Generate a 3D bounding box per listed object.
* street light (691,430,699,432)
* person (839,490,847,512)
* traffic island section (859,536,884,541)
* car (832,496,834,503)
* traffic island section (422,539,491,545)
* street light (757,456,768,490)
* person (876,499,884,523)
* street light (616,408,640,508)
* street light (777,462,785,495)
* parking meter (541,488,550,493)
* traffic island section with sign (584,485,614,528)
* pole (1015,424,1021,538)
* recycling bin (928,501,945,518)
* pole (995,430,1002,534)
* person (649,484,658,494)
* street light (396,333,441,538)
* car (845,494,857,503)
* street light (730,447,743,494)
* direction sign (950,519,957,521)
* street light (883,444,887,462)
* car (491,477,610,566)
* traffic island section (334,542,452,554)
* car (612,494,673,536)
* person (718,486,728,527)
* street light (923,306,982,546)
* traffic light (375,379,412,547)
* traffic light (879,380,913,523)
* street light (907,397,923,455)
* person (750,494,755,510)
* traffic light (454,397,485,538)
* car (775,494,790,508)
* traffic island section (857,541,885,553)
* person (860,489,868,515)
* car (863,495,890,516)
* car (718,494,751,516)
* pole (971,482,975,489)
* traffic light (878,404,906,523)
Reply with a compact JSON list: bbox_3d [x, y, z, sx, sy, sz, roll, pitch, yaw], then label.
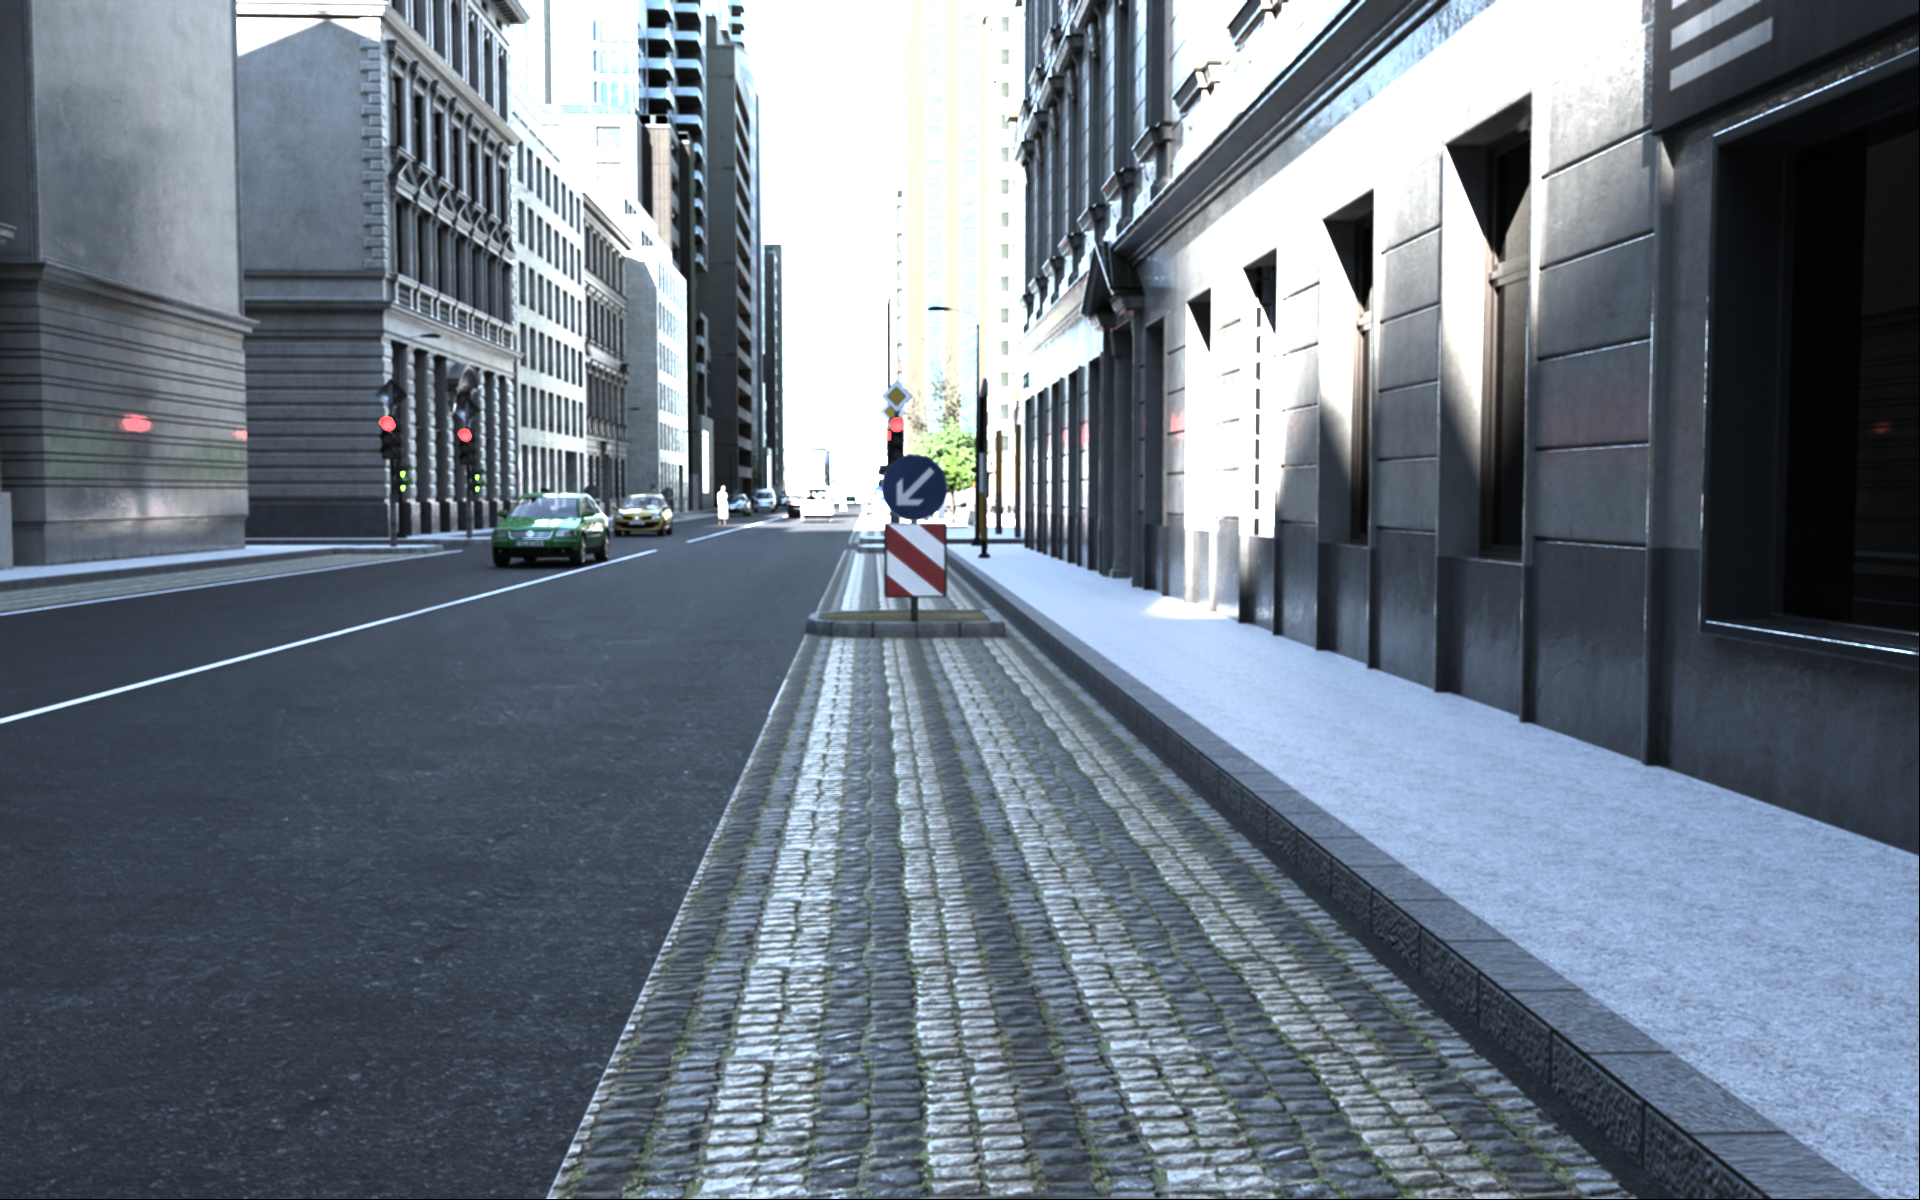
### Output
[{"bbox_3d":[-19.730,-9.415,126.474,1.470,5.913,1.316,0,4,-3],"label":"street light"},{"bbox_3d":[-9.300,-7.833,137.232,0.621,1.740,0.551,0,4,1],"label":"person"},{"bbox_3d":[-1.953,-1.754,50.964,2.009,0.180,2.903,0,4,-3],"label":"traffic island section"},{"bbox_3d":[-20.588,-15.943,270.254,1.945,1.707,3.694,0,4,-3],"label":"car"},{"bbox_3d":[-14.278,-1.716,50.339,2.009,0.180,2.903,0,4,-3],"label":"traffic island section"},{"bbox_3d":[-23.916,-14.494,209.514,1.470,5.913,1.316,0,4,-3],"label":"street light"},{"bbox_3d":[-3.823,-4.591,83.903,0.444,1.785,0.601,-3,5,-42],"label":"person"},{"bbox_3d":[-17.868,-7.373,93.086,1.470,5.913,1.316,0,4,-3],"label":"street light"},{"bbox_3d":[-26.070,-17.136,252.712,1.470,5.913,1.316,0,4,-3],"label":"street light"},{"bbox_3d":[-17.256,-3.896,72.117,0.372,1.533,0.369,0,3,0],"label":"parking meter"},{"bbox_3d":[-15.425,-3.909,72.544,1.989,1.847,2.006,0,4,-3],"label":"traffic island section with sign"},{"bbox_3d":[1.701,-3.486,50.845,0.158,3.312,0.155,0,3,0],"label":"pole"},{"bbox_3d":[-1.264,-4.898,92.631,0.722,1.027,0.722,2,4,26],"label":"recycling bin"},{"bbox_3d":[1.240,-3.764,55.382,0.158,3.312,0.155,0,3,0],"label":"pole"},{"bbox_3d":[-11.750,-3.532,66.366,0.853,1.813,0.709,-2,4,-25],"label":"person"},{"bbox_3d":[-15.716,-4.750,50.204,1.470,5.913,1.316,0,4,-3],"label":"street light"},{"bbox_3d":[-17.015,-15.921,269.101,1.959,1.807,4.718,0,4,-4],"label":"car"},{"bbox_3d":[-21.843,-12.029,169.214,1.470,5.913,1.316,0,4,-3],"label":"street light"},{"bbox_3d":[-0.324,-5.466,81.362,0.876,3.537,0.379,3,5,41],"label":"direction sign"},{"bbox_3d":[-6.068,-11.429,159.404,1.470,5.913,1.316,0,4,-3],"label":"street light"},{"bbox_3d":[-8.403,-1.649,35.751,1.959,1.807,4.718,0,4,-2],"label":"car"},{"bbox_3d":[-13.870,-1.228,42.364,2.009,0.180,2.903,0,4,-3],"label":"traffic island section"},{"bbox_3d":[-11.025,-3.065,60.330,2.015,1.641,3.980,0,4,-4],"label":"car"},{"bbox_3d":[-10.414,-4.107,75.877,0.478,1.798,0.641,-2,4,-25],"label":"person"},{"bbox_3d":[-0.106,-4.305,42.935,1.470,5.913,1.316,0,4,-3],"label":"street light"},{"bbox_3d":[-13.829,-3.261,42.232,0.839,4.253,0.868,0,4,-3],"label":"traffic light"},{"bbox_3d":[-1.585,-3.300,42.873,0.839,4.253,0.868,0,4,-3],"label":"traffic light"},{"bbox_3d":[-2.133,-6.699,82.066,1.470,5.913,1.316,0,4,-3],"label":"street light"},{"bbox_3d":[-18.830,-8.941,157.951,1.065,1.426,0.557,-3,5,-40],"label":"person"},{"bbox_3d":[-14.238,-3.748,50.207,0.839,4.253,0.868,0,4,-3],"label":"traffic light"},{"bbox_3d":[-18.039,-10.110,177.095,2.131,1.459,4.920,0,4,-3],"label":"car"},{"bbox_3d":[-1.544,-1.267,42.989,2.009,0.180,2.903,0,4,-3],"label":"traffic island section"},{"bbox_3d":[-6.576,-6.791,120.125,0.593,1.750,0.643,-3,5,-42],"label":"person"},{"bbox_3d":[-5.014,-5.872,108.013,2.014,1.417,4.499,0,4,-3],"label":"car"},{"bbox_3d":[-14.669,-6.189,112.991,2.131,1.459,4.920,0,4,-2],"label":"car"},{"bbox_3d":[0.651,-5.524,84.153,0.158,3.312,0.155,0,3,0],"label":"pole"},{"bbox_3d":[-1.993,-3.788,50.848,0.839,4.253,0.868,0,4,-3],"label":"traffic light"}]
